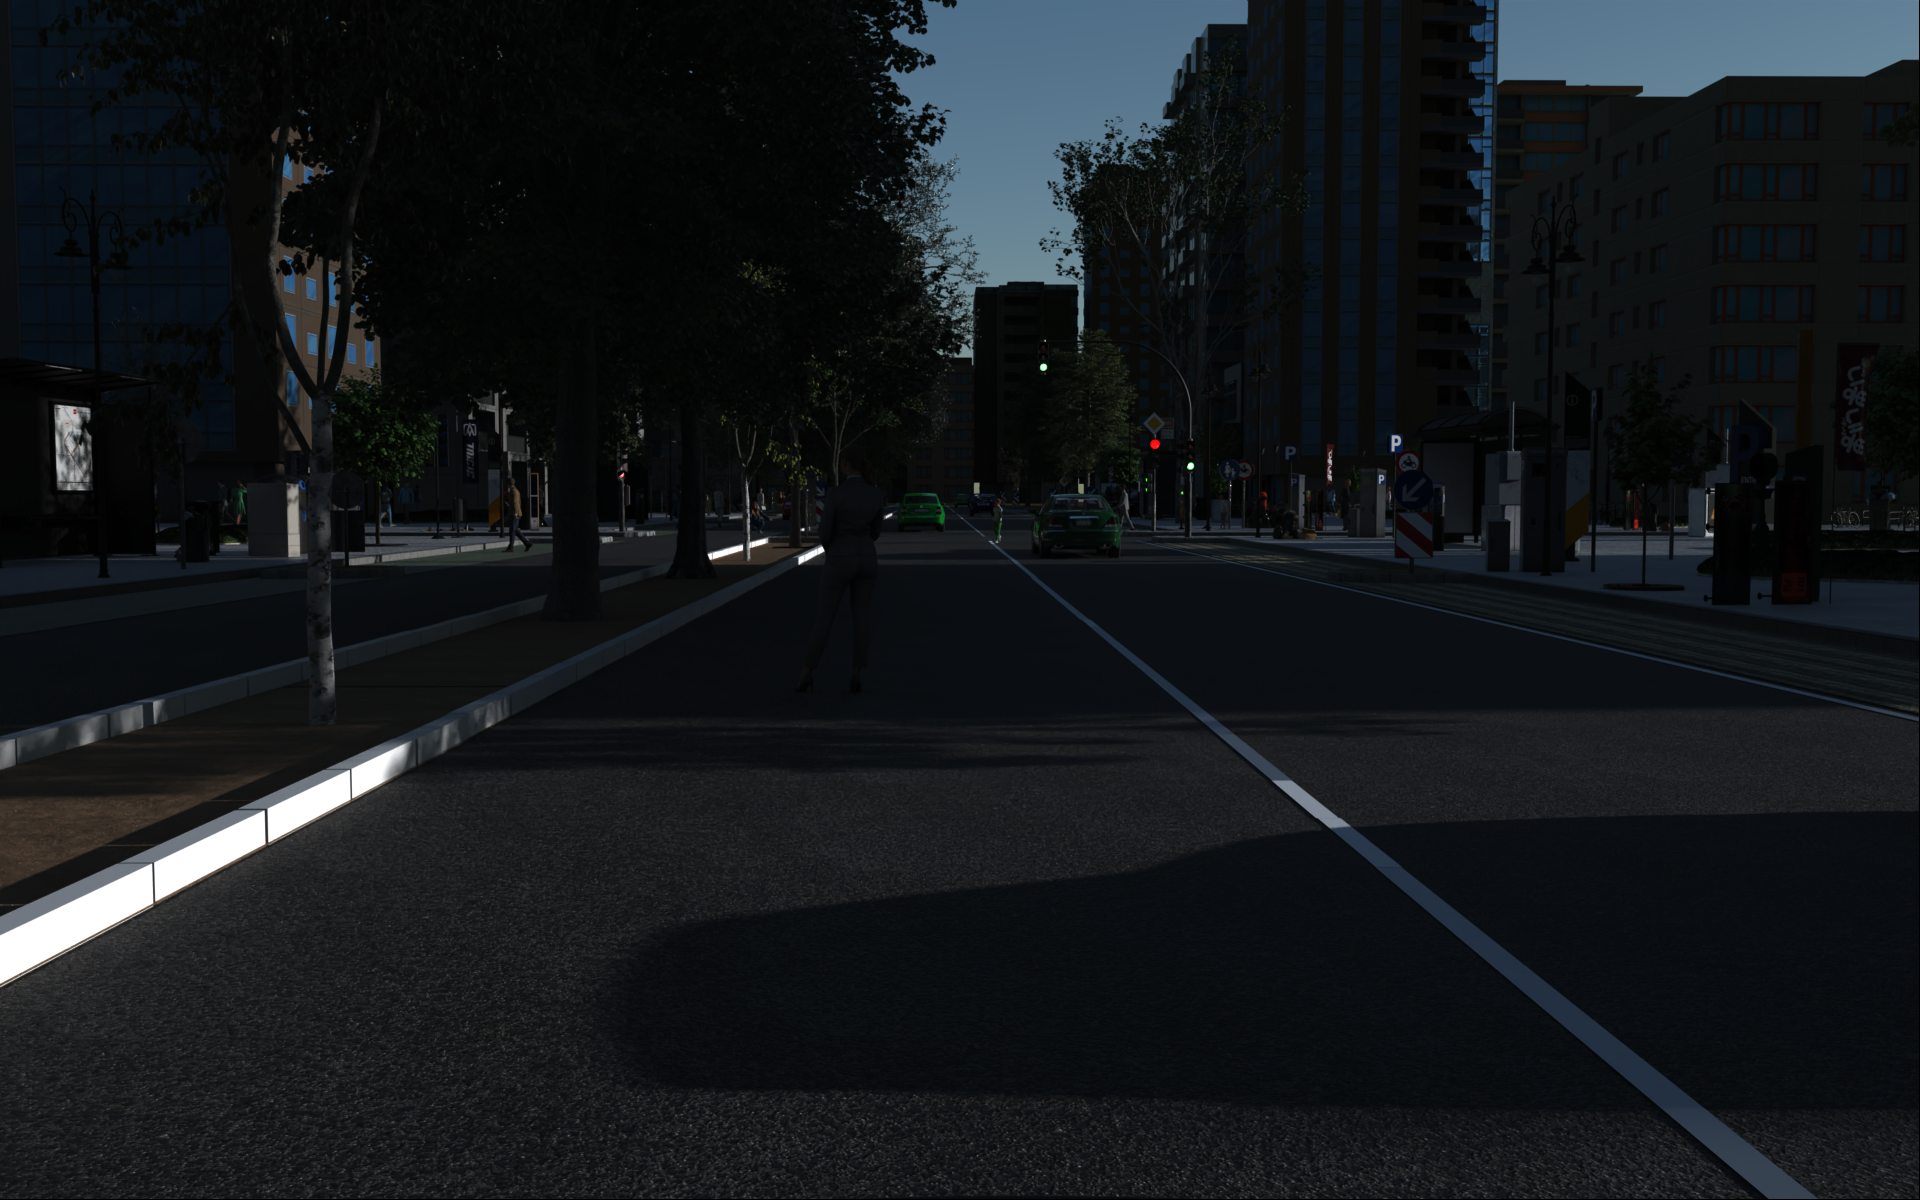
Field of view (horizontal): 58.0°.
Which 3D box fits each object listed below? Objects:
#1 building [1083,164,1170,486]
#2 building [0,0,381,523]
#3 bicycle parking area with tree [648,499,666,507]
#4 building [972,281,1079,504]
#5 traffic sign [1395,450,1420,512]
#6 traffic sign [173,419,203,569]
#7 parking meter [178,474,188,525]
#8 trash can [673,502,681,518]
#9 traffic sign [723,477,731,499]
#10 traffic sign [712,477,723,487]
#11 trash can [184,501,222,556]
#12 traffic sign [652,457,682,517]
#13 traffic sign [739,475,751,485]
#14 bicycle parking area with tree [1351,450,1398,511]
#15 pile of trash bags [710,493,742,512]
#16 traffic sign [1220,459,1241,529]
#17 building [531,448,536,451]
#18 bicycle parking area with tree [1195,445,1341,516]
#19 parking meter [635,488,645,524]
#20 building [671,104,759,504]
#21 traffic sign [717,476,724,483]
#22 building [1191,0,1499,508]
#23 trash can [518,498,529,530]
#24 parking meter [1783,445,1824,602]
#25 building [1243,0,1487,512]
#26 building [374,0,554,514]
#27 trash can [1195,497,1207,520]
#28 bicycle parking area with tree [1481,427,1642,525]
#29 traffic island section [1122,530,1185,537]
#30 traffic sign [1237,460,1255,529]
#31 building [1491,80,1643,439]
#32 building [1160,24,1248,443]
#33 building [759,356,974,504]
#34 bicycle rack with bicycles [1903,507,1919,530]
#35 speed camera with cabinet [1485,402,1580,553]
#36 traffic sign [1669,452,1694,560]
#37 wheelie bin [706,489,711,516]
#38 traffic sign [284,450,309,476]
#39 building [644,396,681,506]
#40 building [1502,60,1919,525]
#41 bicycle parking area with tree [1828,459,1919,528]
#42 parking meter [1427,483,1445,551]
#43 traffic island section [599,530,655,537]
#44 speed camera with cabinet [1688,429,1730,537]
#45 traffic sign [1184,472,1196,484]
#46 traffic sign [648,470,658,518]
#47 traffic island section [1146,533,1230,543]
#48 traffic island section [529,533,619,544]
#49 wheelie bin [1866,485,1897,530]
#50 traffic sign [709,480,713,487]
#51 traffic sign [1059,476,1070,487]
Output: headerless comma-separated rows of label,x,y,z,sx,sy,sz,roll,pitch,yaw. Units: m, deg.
building,24.565,-35.970,238.217,14.200,45.320,14.600,0,4,-1
building,-36.631,-26.361,81.116,14.600,45.320,14.200,0,4,-1
bicycle parking area with tree,-25.464,-8.503,126.019,9.016,4.147,8.231,2,4,26
building,8.847,-28.560,238.651,14.107,30.474,14.160,0,4,-1
traffic sign,12.873,-3.036,49.753,0.768,2.556,0.104,0,4,7
traffic sign,-13.255,-1.797,29.491,0.768,2.556,0.104,0,4,7
parking meter,-22.437,-2.710,50.021,0.255,1.863,0.399,-2,4,-24
trash can,-15.235,-5.022,93.763,0.748,1.137,0.748,0,3,0
traffic sign,-17.704,-7.996,130.840,0.768,2.556,0.104,0,4,5
traffic sign,-14.603,-6.252,104.350,0.606,2.300,0.079,0,4,0
trash can,-15.777,-1.497,36.124,0.748,1.137,0.748,0,3,0
traffic sign,-15.759,-6.168,94.714,2.265,3.308,0.079,1,4,8
traffic sign,-14.107,-6.954,113.806,0.768,2.556,0.104,0,3,0
bicycle parking area with tree,23.916,-7.759,113.859,9.016,4.147,8.231,-3,5,-39
pile of trash bags,-17.681,-7.263,128.508,1.912,1.369,3.447,-3,4,-37
traffic sign,9.908,-3.883,63.594,0.768,2.556,0.104,0,4,7
building,-39.972,-37.022,147.302,21.231,58.520,28.212,0,4,-1
bicycle parking area with tree,18.316,-7.150,103.908,9.016,4.147,8.231,1,4,14
parking meter,-13.654,-4.004,73.884,0.372,1.533,0.369,0,3,0
building,-41.642,-42.741,240.812,28.212,58.520,21.231,0,4,-1
traffic sign,-16.872,-7.384,120.839,0.768,2.556,0.104,0,4,0
building,33.227,-51.159,149.113,22.319,86.520,31.000,0,4,-1
trash can,-15.504,-3.075,61.923,0.748,1.137,0.748,0,3,0
parking meter,10.084,-0.920,20.758,0.255,1.863,0.399,-3,5,-40
building,29.168,-29.183,127.257,14.600,45.320,14.200,0,4,-1
building,-36.257,-40.925,107.381,20.563,71.187,20.611,0,4,-1
trash can,11.983,-4.529,85.697,0.748,1.137,0.748,0,3,0
bicycle parking area with tree,25.296,-5.380,74.962,8.231,4.147,9.016,2,4,25
traffic island section,6.668,-2.277,59.506,2.009,0.180,2.903,0,4,-1
traffic sign,10.525,-3.923,64.243,0.768,2.556,0.104,0,4,4
building,61.087,-32.517,186.278,28.867,44.769,22.147,0,4,-1
building,33.180,-34.332,180.931,23.786,49.044,30.456,0,4,-1
building,-12.768,-24.509,245.767,28.899,21.520,27.650,0,4,-1
bicycle rack with bicycles,28.177,-2.175,48.940,2.925,0.926,2.852,-3,5,-40
speed camera with cabinet,12.447,-2.647,37.609,2.038,3.252,0.660,-1,4,-16
traffic sign,13.926,-2.063,33.837,0.768,2.556,0.104,0,4,3
wheelie bin,-14.978,-5.722,101.456,0.980,1.594,0.693,3,5,42
traffic sign,-15.535,-2.351,40.568,0.606,2.300,0.079,0,4,6
building,-45.628,-34.485,183.444,30.456,49.044,23.786,0,4,-1
building,45.870,-14.735,85.956,28.899,21.520,27.650,0,4,-1
bicycle parking area with tree,38.017,-4.840,66.134,9.016,4.147,8.231,-3,4,-38
parking meter,10.785,-1.886,39.252,0.372,1.533,0.369,0,3,0
traffic island section,-11.571,-2.259,59.222,2.009,0.180,2.903,0,4,-1
speed camera with cabinet,22.732,-3.526,51.979,2.038,3.252,0.660,-2,4,-34
traffic sign,12.840,-5.937,97.173,0.768,2.556,0.104,0,4,8
traffic sign,-16.539,-5.661,92.670,0.768,2.556,0.104,0,4,4
traffic island section,6.795,-1.788,51.522,2.009,0.180,2.903,0,4,-1
traffic island section,-11.444,-1.771,51.238,2.009,0.180,2.903,0,4,-1
wheelie bin,32.315,-3.234,60.783,0.980,1.594,0.693,3,4,38
traffic sign,-19.123,-8.203,134.130,0.884,2.594,0.081,0,4,3
traffic sign,7.560,-7.684,125.361,0.795,2.593,0.064,0,4,1
